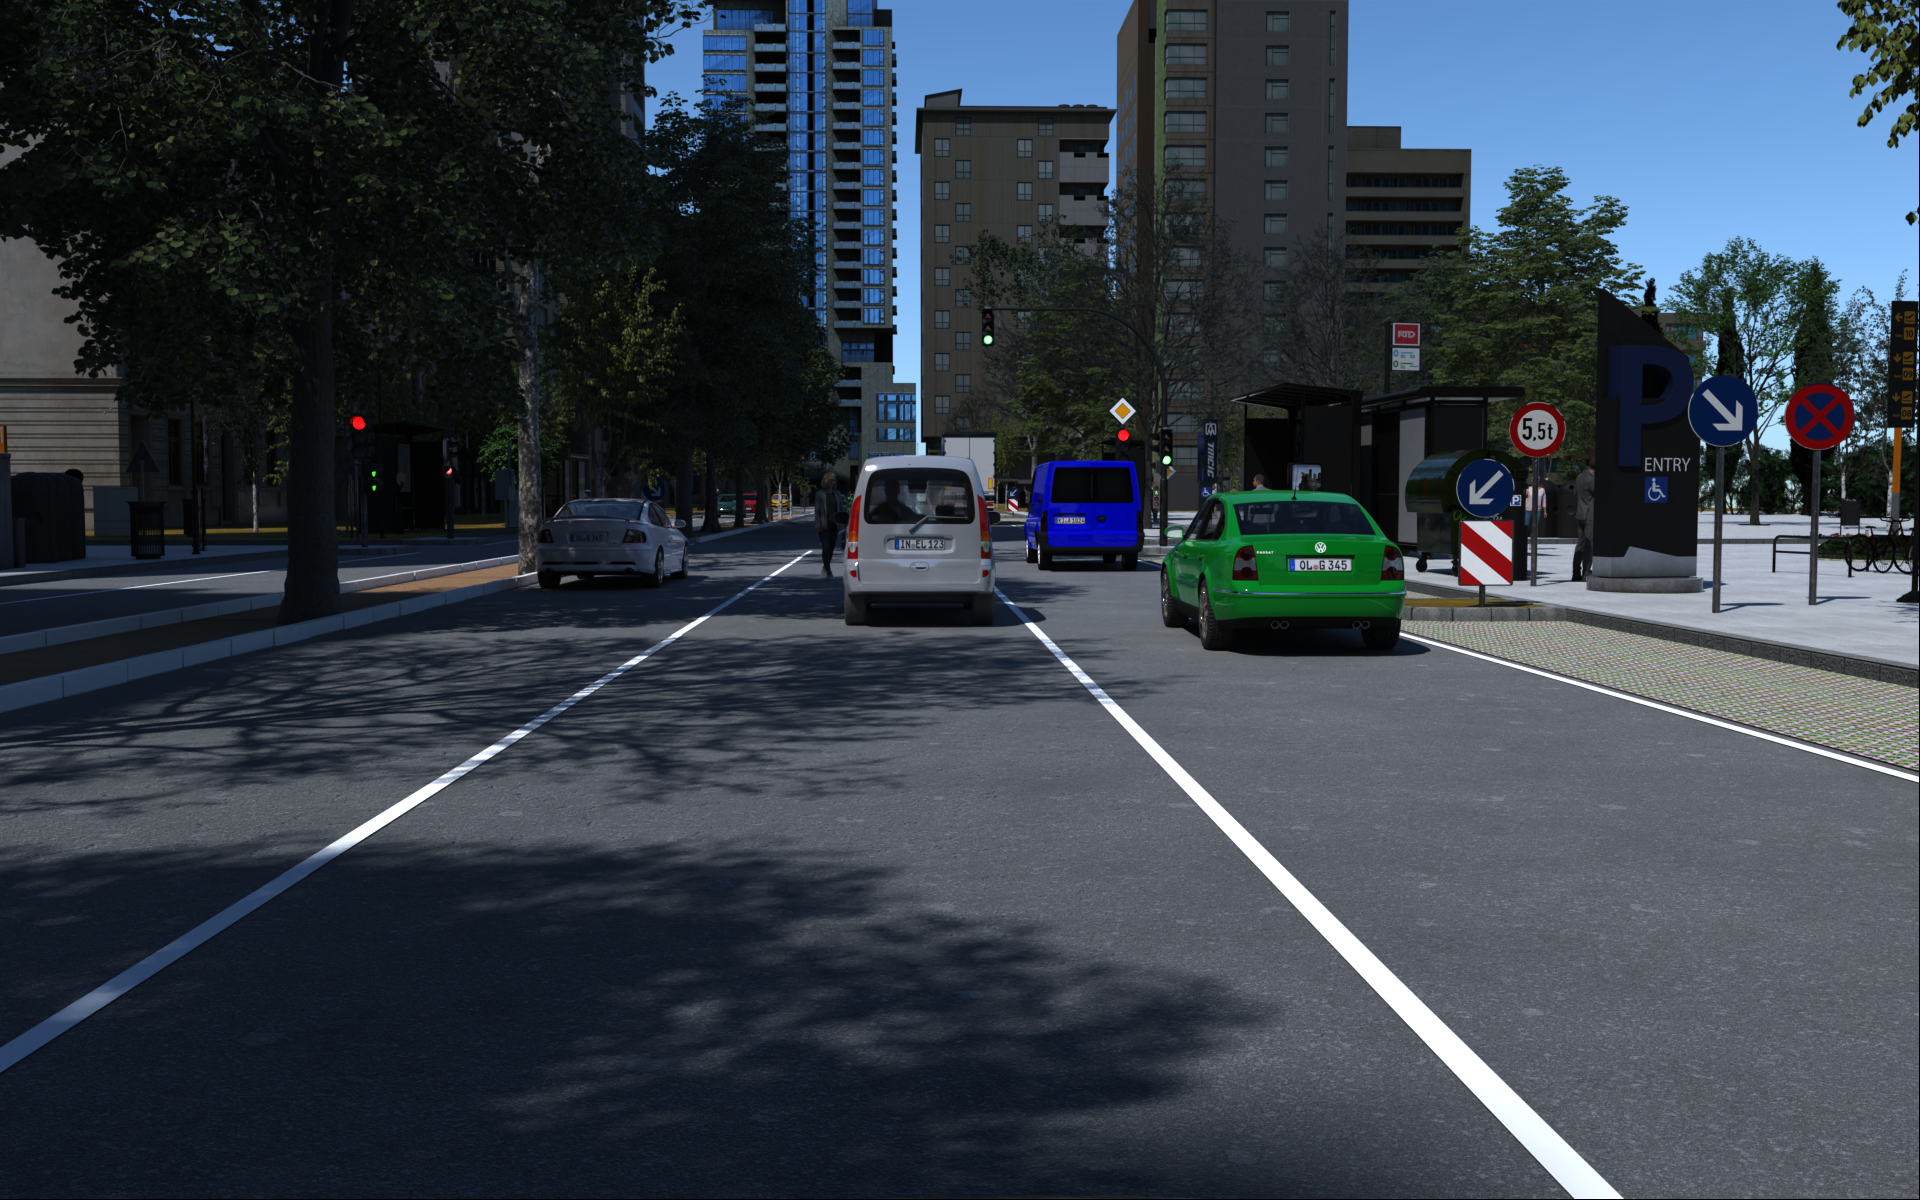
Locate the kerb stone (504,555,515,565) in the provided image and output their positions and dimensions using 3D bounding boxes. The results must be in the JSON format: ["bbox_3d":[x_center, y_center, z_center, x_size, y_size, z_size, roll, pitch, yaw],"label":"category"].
[{"bbox_3d":[-9.248,-0.790,35.150,0.120,0.150,1.000,0,4,-2],"label":"kerb stone"}]

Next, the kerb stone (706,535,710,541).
[{"bbox_3d":[-7.723,-1.834,52.186,0.120,0.150,1.000,0,4,-2],"label":"kerb stone"}]

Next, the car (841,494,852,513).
[{"bbox_3d":[-7.625,-5.718,105.292,2.131,1.459,4.920,0,4,-3],"label":"car"}]

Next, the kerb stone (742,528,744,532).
[{"bbox_3d":[-8.108,-2.523,63.445,0.120,0.150,1.000,0,4,-2],"label":"kerb stone"}]

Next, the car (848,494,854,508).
[{"bbox_3d":[-10.593,-10.336,177.786,1.959,1.807,4.718,0,4,-2],"label":"car"}]

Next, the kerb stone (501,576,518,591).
[{"bbox_3d":[-6.842,-0.233,26.012,0.120,0.150,1.000,0,4,-2],"label":"kerb stone"}]

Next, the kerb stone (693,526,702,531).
[{"bbox_3d":[-10.376,-2.832,68.497,0.120,0.150,1.000,0,4,-2],"label":"kerb stone"}]

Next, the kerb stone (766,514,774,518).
[{"bbox_3d":[-11.674,-5.151,106.420,0.120,0.150,1.000,0,4,-2],"label":"kerb stone"}]

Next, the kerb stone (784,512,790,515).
[{"bbox_3d":[-12.152,-6.028,120.757,0.120,0.150,1.000,0,4,-2],"label":"kerb stone"}]

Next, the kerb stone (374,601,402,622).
[{"bbox_3d":[-6.633,0.144,19.859,0.120,0.150,1.000,0,4,-2],"label":"kerb stone"}]

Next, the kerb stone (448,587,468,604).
[{"bbox_3d":[-6.735,-0.045,22.933,0.120,0.150,1.000,0,4,-2],"label":"kerb stone"}]

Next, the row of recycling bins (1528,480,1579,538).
[{"bbox_3d":[16.887,-2.708,51.390,1.069,1.692,3.534,-3,5,-44],"label":"row of recycling bins"}]

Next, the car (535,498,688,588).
[{"bbox_3d":[-5.525,-0.947,27.837,2.083,1.381,4.827,0,4,-1],"label":"car"}]

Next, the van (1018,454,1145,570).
[{"bbox_3d":[2.355,-1.824,34.199,2.240,2.365,5.245,0,4,-1],"label":"van"}]

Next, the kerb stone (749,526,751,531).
[{"bbox_3d":[-8.220,-2.707,66.532,0.120,0.150,1.000,0,4,-2],"label":"kerb stone"}]

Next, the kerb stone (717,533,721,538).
[{"bbox_3d":[-7.827,-2.018,55.261,0.120,0.150,1.000,0,4,-2],"label":"kerb stone"}]

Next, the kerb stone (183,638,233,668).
[{"bbox_3d":[-6.462,0.459,14.742,0.120,0.150,1.000,0,4,-2],"label":"kerb stone"}]

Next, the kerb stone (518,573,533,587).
[{"bbox_3d":[-6.873,-0.293,27.044,0.120,0.150,1.000,0,4,-2],"label":"kerb stone"}]

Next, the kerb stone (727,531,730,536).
[{"bbox_3d":[-7.940,-2.210,58.331,0.120,0.150,1.000,0,4,-2],"label":"kerb stone"}]

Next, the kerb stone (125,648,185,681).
[{"bbox_3d":[-6.426,0.519,13.715,0.120,0.150,1.000,0,4,-2],"label":"kerb stone"}]

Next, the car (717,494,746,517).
[{"bbox_3d":[-13.982,-5.694,104.890,2.131,1.459,4.920,0,4,-3],"label":"car"}]

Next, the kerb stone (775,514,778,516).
[{"bbox_3d":[-11.875,-5.522,112.574,0.120,0.150,1.000,0,4,-2],"label":"kerb stone"}]

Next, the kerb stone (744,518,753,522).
[{"bbox_3d":[-11.143,-4.211,91.042,0.120,0.150,1.000,0,4,-2],"label":"kerb stone"}]

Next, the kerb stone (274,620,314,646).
[{"bbox_3d":[-6.521,0.332,16.791,0.120,0.150,1.000,0,4,-2],"label":"kerb stone"}]

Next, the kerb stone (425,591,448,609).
[{"bbox_3d":[-6.705,0.017,21.911,0.120,0.150,1.000,0,4,-2],"label":"kerb stone"}]

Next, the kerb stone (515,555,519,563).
[{"bbox_3d":[-9.284,-0.851,36.175,0.120,0.150,1.000,0,4,-2],"label":"kerb stone"}]

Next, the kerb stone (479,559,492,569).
[{"bbox_3d":[-9.176,-0.667,33.103,0.120,0.150,1.000,0,4,-2],"label":"kerb stone"}]

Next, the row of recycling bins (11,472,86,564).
[{"bbox_3d":[-17.614,-1.613,33.487,1.069,1.692,3.534,-1,4,-17],"label":"row of recycling bins"}]

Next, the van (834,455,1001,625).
[{"bbox_3d":[-0.494,-0.813,20.312,2.013,2.044,4.112,0,4,-2],"label":"van"}]

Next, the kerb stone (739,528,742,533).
[{"bbox_3d":[-8.070,-2.460,62.423,0.120,0.150,1.000,0,4,-2],"label":"kerb stone"}]

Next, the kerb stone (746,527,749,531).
[{"bbox_3d":[-8.183,-2.644,65.503,0.120,0.150,1.000,0,4,-2],"label":"kerb stone"}]

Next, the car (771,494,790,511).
[{"bbox_3d":[-15.414,-8.445,148.296,2.015,1.641,3.980,0,4,-3],"label":"car"}]

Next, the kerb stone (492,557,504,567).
[{"bbox_3d":[-9.220,-0.728,34.129,0.120,0.150,1.000,0,4,-2],"label":"kerb stone"}]

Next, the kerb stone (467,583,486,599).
[{"bbox_3d":[-6.776,-0.108,23.969,0.120,0.150,1.000,0,4,-2],"label":"kerb stone"}]

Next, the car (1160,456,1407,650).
[{"bbox_3d":[3.098,-0.519,17.287,1.959,1.807,4.718,0,4,-1],"label":"car"}]

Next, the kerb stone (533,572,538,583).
[{"bbox_3d":[-6.914,-0.359,28.072,0.120,0.150,1.000,0,4,-2],"label":"kerb stone"}]

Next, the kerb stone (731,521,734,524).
[{"bbox_3d":[-10.792,-3.582,80.797,0.120,0.150,1.000,0,4,-2],"label":"kerb stone"}]

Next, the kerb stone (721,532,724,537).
[{"bbox_3d":[-7.864,-2.077,56.283,0.120,0.150,1.000,0,4,-2],"label":"kerb stone"}]

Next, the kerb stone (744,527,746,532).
[{"bbox_3d":[-8.150,-2.585,64.466,0.120,0.150,1.000,0,4,-2],"label":"kerb stone"}]

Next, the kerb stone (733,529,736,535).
[{"bbox_3d":[-8.002,-2.335,60.375,0.120,0.150,1.000,0,4,-2],"label":"kerb stone"}]

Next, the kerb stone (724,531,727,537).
[{"bbox_3d":[-7.905,-2.148,57.309,0.120,0.150,1.000,0,4,-2],"label":"kerb stone"}]

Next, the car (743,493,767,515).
[{"bbox_3d":[-13.675,-6.368,113.161,2.155,1.783,4.494,0,4,-1],"label":"car"}]

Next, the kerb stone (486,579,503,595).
[{"bbox_3d":[-6.806,-0.165,24.991,0.120,0.150,1.000,0,4,-2],"label":"kerb stone"}]

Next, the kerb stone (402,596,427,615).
[{"bbox_3d":[-6.659,0.080,20.882,0.120,0.150,1.000,0,4,-2],"label":"kerb stone"}]

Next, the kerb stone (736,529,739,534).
[{"bbox_3d":[-8.041,-2.393,61.400,0.120,0.150,1.000,0,4,-2],"label":"kerb stone"}]

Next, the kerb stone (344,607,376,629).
[{"bbox_3d":[-6.594,0.205,18.838,0.120,0.150,1.000,0,4,-2],"label":"kerb stone"}]

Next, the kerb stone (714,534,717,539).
[{"bbox_3d":[-7.795,-1.960,54.237,0.120,0.150,1.000,0,4,-2],"label":"kerb stone"}]

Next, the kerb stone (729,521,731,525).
[{"bbox_3d":[-10.756,-3.517,79.770,0.120,0.150,1.000,0,4,-2],"label":"kerb stone"}]

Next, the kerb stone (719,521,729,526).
[{"bbox_3d":[-10.725,-3.459,78.747,0.120,0.150,1.000,0,4,-2],"label":"kerb stone"}]

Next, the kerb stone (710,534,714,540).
[{"bbox_3d":[-7.760,-1.897,53.216,0.120,0.150,1.000,0,4,-2],"label":"kerb stone"}]

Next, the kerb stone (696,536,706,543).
[{"bbox_3d":[-7.691,-1.772,51.165,0.120,0.150,1.000,0,4,-2],"label":"kerb stone"}]

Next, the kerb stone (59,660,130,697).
[{"bbox_3d":[-6.387,0.581,12.694,0.120,0.150,1.000,0,4,-2],"label":"kerb stone"}]

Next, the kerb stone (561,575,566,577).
[{"bbox_3d":[-7.017,-0.547,31.146,0.120,0.150,1.000,0,4,-2],"label":"kerb stone"}]

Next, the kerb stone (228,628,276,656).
[{"bbox_3d":[-6.495,0.393,15.768,0.120,0.150,1.000,0,4,-2],"label":"kerb stone"}]

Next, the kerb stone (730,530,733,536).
[{"bbox_3d":[-7.965,-2.273,59.353,0.120,0.150,1.000,0,4,-2],"label":"kerb stone"}]

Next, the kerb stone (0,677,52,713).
[{"bbox_3d":[-6.352,0.644,11.673,0.120,0.150,1.000,0,4,-2],"label":"kerb stone"}]

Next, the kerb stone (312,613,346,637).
[{"bbox_3d":[-6.565,0.270,17.812,0.120,0.150,1.000,0,4,-2],"label":"kerb stone"}]
